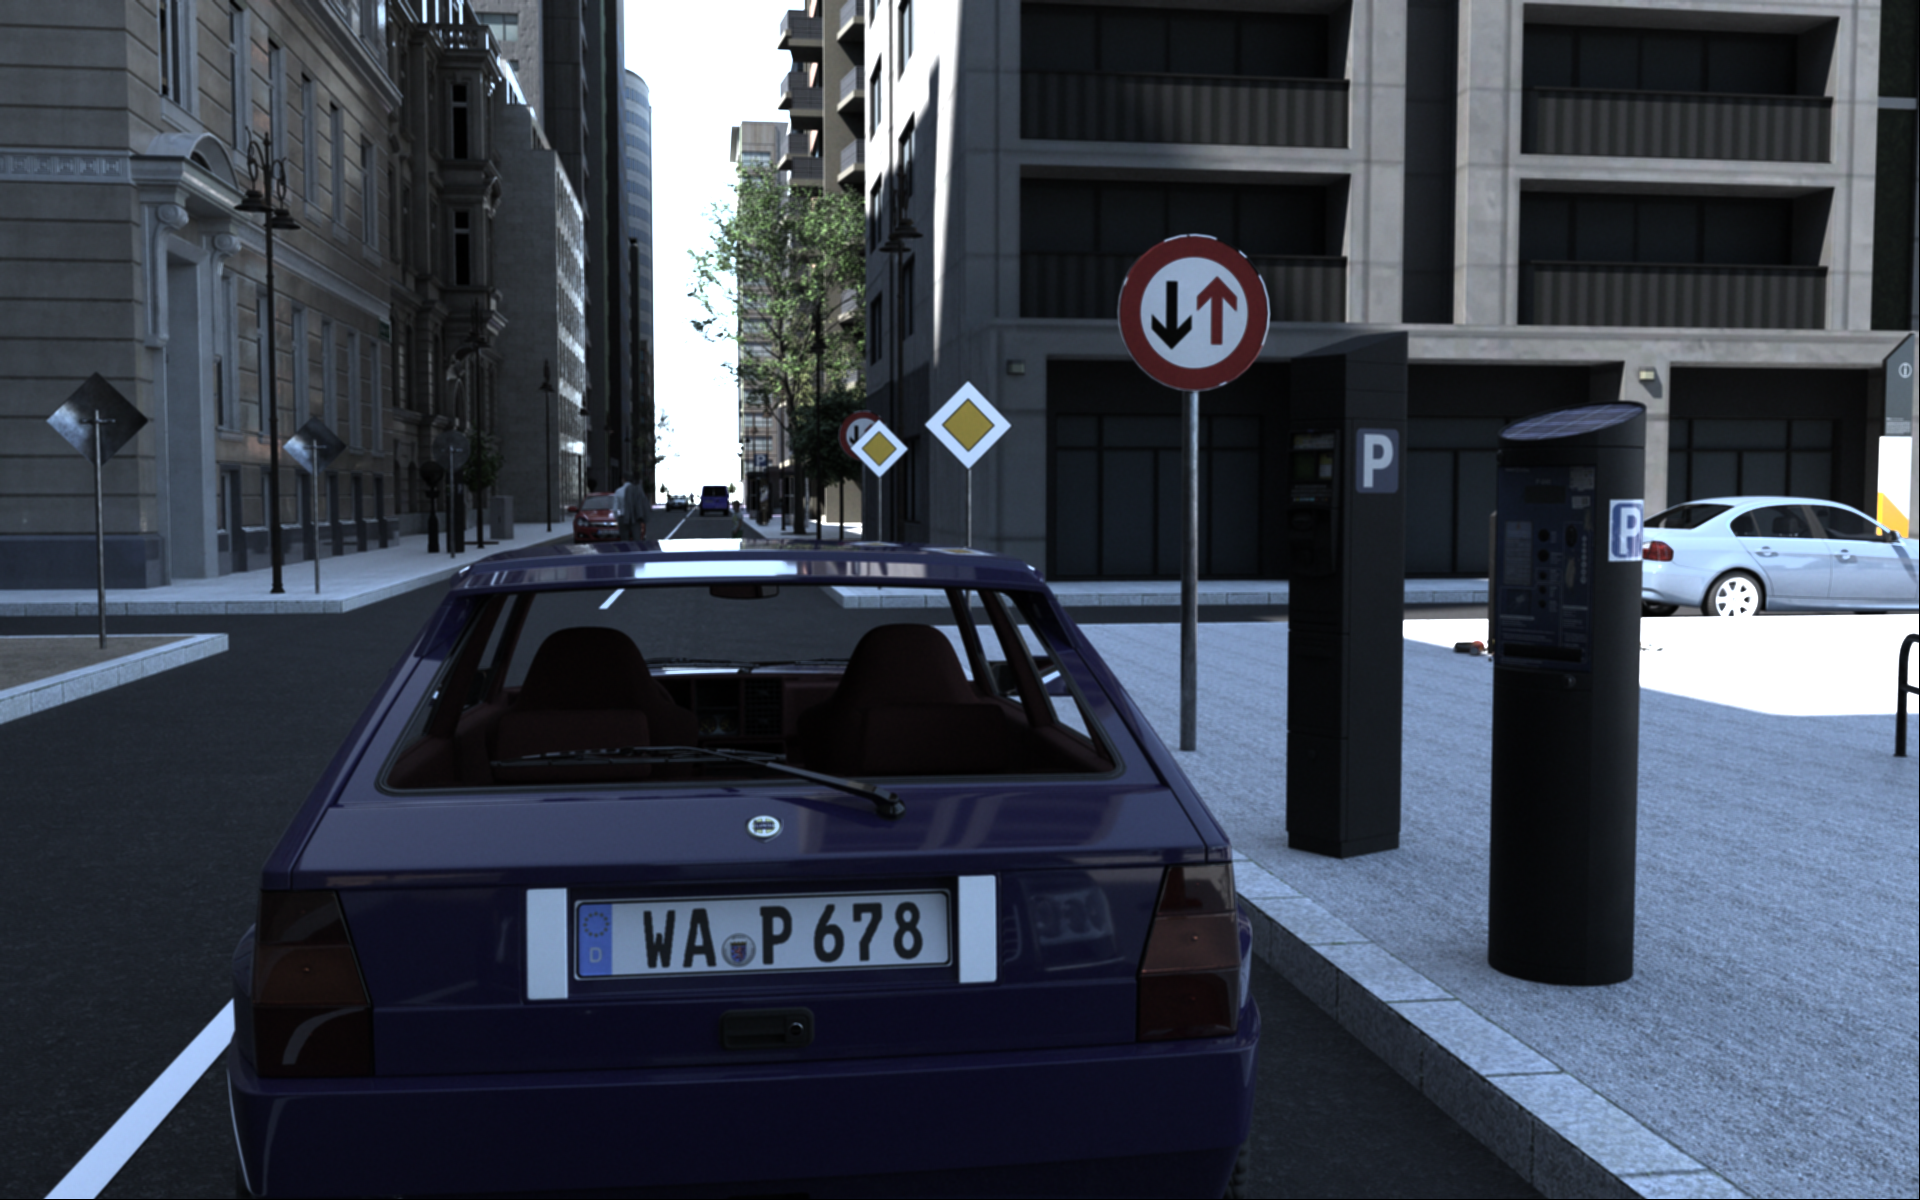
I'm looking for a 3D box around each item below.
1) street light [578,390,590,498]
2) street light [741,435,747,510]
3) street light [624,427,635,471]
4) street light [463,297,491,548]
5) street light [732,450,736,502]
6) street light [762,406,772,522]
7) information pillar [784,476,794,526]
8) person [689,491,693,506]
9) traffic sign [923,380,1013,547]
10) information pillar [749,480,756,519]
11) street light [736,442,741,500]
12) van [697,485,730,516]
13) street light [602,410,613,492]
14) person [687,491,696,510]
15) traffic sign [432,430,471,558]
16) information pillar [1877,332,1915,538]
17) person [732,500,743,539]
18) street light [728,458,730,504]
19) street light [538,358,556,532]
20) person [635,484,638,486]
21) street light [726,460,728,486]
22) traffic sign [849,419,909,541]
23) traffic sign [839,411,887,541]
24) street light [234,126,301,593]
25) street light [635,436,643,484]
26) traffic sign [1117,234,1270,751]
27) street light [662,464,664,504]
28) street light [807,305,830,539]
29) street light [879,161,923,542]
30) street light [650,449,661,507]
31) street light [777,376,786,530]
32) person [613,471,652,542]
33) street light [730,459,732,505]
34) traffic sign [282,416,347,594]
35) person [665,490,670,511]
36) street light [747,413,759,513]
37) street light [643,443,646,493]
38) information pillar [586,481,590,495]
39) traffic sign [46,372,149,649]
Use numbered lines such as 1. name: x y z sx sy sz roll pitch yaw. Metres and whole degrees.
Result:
1. street light: -16.718 -6.380 77.105 0.468 5.910 1.993 -1 4 -8
2. street light: -14.434 -8.864 117.714 0.468 5.910 1.993 -1 4 -8
3. street light: -22.324 -8.781 116.353 0.468 5.910 1.993 -1 4 -8
4. street light: -11.362 -4.165 40.884 0.468 5.910 1.993 -1 4 -8
5. street light: -19.791 -11.106 154.374 0.468 5.910 1.993 -1 4 -8
6. street light: -8.806 -6.510 79.223 0.468 5.910 1.993 -1 4 -8
7. information pillar: -6.981 -4.049 70.692 0.304 2.012 0.304 2 4 25
8. person: -33.222 -12.556 213.884 0.705 1.812 1.348 -3 5 -40
9. traffic sign: 0.068 -0.714 15.320 0.795 2.450 0.064 -1 4 -8
10. information pillar: -10.635 -5.165 88.941 0.304 2.012 0.304 -2 4 -24
11. street light: -17.171 -10.003 136.330 0.468 5.910 1.993 -1 4 -8
12. van: -16.565 -6.861 116.557 2.240 2.365 5.245 -1 4 -9
13. street light: -19.834 -7.662 98.055 0.468 5.910 1.993 -1 4 -8
14. person: -23.453 -8.703 151.739 0.756 1.711 0.436 1 4 16
15. traffic sign: -10.177 -2.114 34.677 0.768 2.556 0.104 0 4 -3
16. information pillar: 13.561 -2.063 25.091 0.504 3.616 0.183 -1 4 -14
17. person: -4.809 -1.516 37.540 0.306 1.304 0.590 2 4 24
18. street light: -23.986 -12.848 182.852 0.468 5.910 1.993 -1 4 -8
19. street light: -14.053 -5.277 59.068 0.468 5.910 1.993 -1 4 -8
20. person: -11.575 -3.230 61.666 0.721 1.781 0.623 -1 4 -20
21. street light: -26.548 -13.952 200.904 0.468 5.910 1.993 -1 4 -8
22. traffic sign: -1.084 -1.197 23.221 0.795 2.450 0.064 -1 4 -8
23. traffic sign: -1.467 -1.616 26.534 0.768 2.556 0.104 0 4 1
24. street light: -8.852 -3.027 22.287 0.468 5.910 1.993 -1 4 -8
25. street light: -25.107 -9.883 134.373 0.468 5.910 1.993 -1 4 -8
26. traffic sign: 1.143 -0.519 8.599 0.768 2.556 0.104 0 4 -8
27. street light: -34.432 -13.801 198.432 0.468 5.910 1.993 -1 4 -8
28. street light: -3.478 -4.265 42.525 0.468 5.910 1.993 -1 4 -8
29. street light: -0.840 -3.162 24.484 0.468 5.910 1.993 -1 4 -8
30. street light: -31.716 -12.695 180.350 0.468 5.910 1.993 -1 4 -8
31. street light: -6.254 -5.406 61.170 0.468 5.910 1.993 -1 4 -8
32. person: -5.776 -1.340 30.513 0.679 1.850 0.850 -1 4 -16
33. street light: -22.448 -12.247 173.029 0.468 5.910 1.993 -1 4 -8
34. traffic sign: -8.255 -1.135 22.200 0.795 2.450 0.064 -1 4 -8
35. person: -24.531 -8.382 146.068 0.721 1.766 1.217 2 4 27
36. street light: -11.810 -7.747 99.447 0.468 5.910 1.993 -1 4 -8
37. street light: -27.923 -11.041 153.300 0.468 5.910 1.993 -1 4 -8
38. information pillar: -20.508 -5.531 94.928 0.304 2.012 0.304 2 4 31
39. traffic sign: -7.103 -0.652 14.298 0.795 2.450 0.064 -1 4 -8
